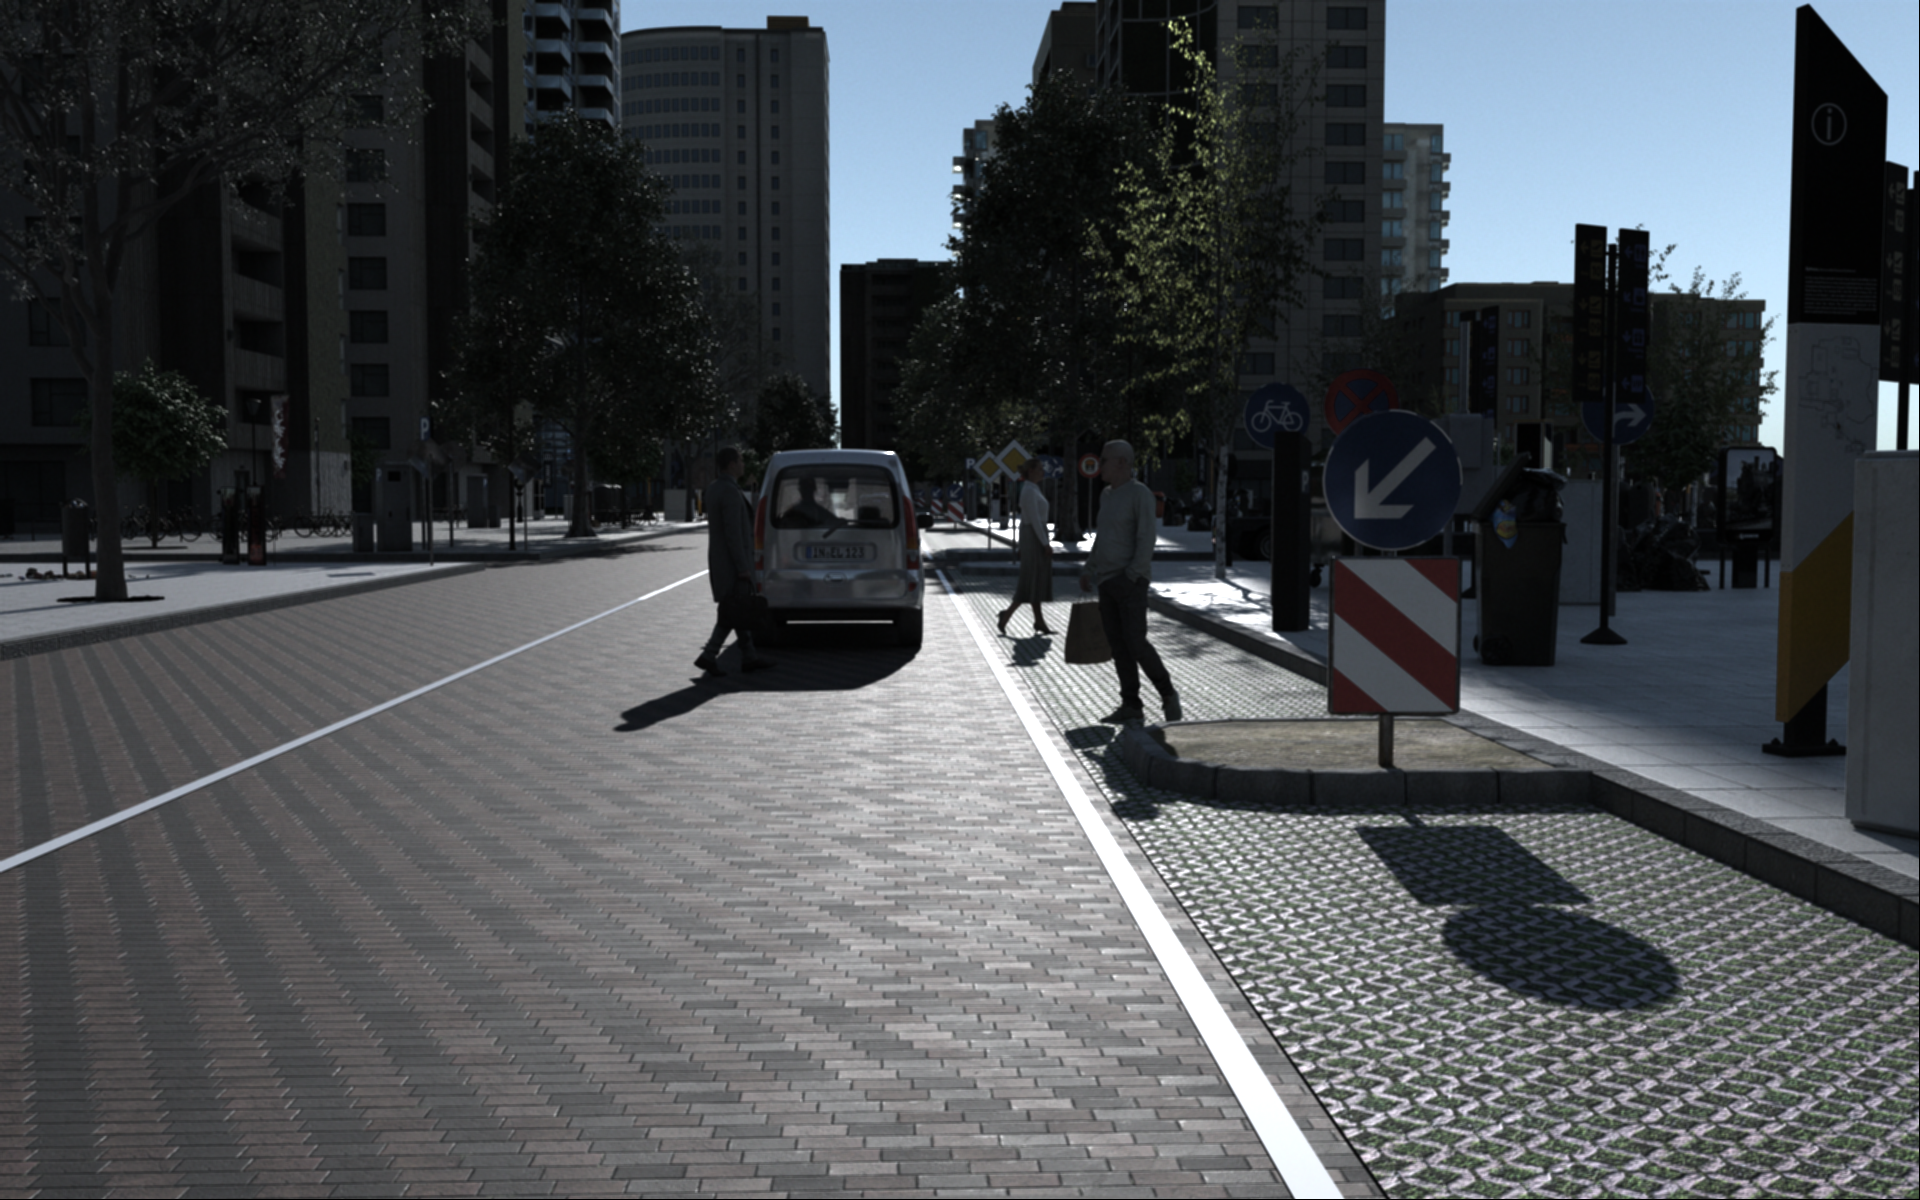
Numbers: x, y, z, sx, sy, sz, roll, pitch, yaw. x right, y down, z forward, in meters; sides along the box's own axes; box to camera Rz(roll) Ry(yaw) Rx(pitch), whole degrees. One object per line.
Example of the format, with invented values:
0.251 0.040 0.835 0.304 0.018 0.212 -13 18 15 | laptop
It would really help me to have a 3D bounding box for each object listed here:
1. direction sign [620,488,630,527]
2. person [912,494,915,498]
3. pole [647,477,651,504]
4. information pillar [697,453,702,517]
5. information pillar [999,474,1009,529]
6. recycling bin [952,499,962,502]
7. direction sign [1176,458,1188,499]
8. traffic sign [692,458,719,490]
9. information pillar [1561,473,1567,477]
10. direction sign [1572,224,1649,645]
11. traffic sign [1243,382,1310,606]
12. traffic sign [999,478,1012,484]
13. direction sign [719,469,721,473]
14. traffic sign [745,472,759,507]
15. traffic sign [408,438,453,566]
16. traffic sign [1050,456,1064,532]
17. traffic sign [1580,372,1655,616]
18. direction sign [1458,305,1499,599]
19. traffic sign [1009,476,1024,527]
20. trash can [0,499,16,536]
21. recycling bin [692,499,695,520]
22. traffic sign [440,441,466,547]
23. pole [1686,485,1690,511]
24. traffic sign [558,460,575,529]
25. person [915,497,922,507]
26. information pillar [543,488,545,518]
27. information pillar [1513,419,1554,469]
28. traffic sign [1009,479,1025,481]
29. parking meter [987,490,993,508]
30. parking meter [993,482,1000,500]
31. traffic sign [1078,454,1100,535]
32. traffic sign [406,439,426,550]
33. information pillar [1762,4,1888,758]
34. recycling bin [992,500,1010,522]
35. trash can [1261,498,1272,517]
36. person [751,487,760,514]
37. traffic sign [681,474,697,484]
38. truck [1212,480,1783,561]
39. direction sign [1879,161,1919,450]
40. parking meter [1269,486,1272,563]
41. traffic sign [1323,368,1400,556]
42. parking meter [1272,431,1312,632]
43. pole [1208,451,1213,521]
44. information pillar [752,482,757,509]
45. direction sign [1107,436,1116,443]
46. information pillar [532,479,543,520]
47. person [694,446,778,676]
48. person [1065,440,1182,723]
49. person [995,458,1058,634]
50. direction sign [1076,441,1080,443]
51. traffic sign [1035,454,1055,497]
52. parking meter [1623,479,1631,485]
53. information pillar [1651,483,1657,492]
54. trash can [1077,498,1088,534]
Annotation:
-12.954 -4.577 66.835 0.379 3.537 0.876 -2 4 -26 | direction sign
-4.754 -10.210 176.903 0.415 1.643 0.593 0 4 -5 | person
-19.393 -6.984 108.024 0.158 3.312 0.155 0 3 0 | pole
-14.798 -6.537 98.236 0.183 3.616 0.504 -2 4 -24 | information pillar
1.638 -3.656 64.270 0.304 2.012 0.304 1 4 12 | information pillar
-0.041 -6.008 110.789 0.722 1.027 0.722 3 4 39 | recycling bin
13.911 -7.131 108.592 0.876 3.537 0.379 -1 4 -23 | direction sign
-13.788 -6.286 96.646 2.265 3.308 0.079 0 4 1 | traffic sign
20.851 -3.400 60.084 0.304 2.012 0.304 3 4 37 | information pillar
5.544 -1.395 14.812 0.876 3.537 0.379 -2 4 -29 | direction sign
3.613 -1.207 19.844 0.768 2.556 0.104 0 4 -1 | traffic sign
2.588 -5.918 96.867 0.768 2.556 0.104 0 4 0 | traffic sign
-13.190 -6.339 95.634 0.379 3.537 0.876 -1 4 -18 | direction sign
-12.459 -6.337 103.611 0.884 2.594 0.081 0 4 8 | traffic sign
-9.457 -1.671 30.958 0.795 2.450 0.064 0 4 -2 | traffic sign
3.202 -3.541 57.998 0.768 2.556 0.104 0 4 7 | traffic sign
6.857 -1.104 18.154 0.768 2.556 0.104 0 4 1 | traffic sign
6.347 -1.792 21.290 0.379 3.537 0.876 -1 4 -13 | direction sign
2.084 -4.154 67.925 0.884 2.594 0.081 0 4 1 | traffic sign
-29.682 -2.575 53.748 0.748 1.137 0.748 0 3 0 | trash can
-13.811 -4.571 87.282 0.722 1.027 0.722 -2 4 -29 | recycling bin
-12.290 -2.550 41.798 0.768 2.556 0.104 0 4 6 | traffic sign
35.426 -5.529 84.250 0.158 3.312 0.155 0 3 0 | pole
-13.138 -3.490 58.239 0.795 2.450 0.064 0 4 4 | traffic sign
-4.453 -10.319 177.941 1.217 1.743 0.721 0 4 0 | person
-22.040 -5.290 90.986 0.304 2.012 0.304 3 4 38 | information pillar
5.674 -0.777 17.192 0.304 2.012 0.304 2 4 35 | information pillar
2.202 -4.296 70.241 0.884 2.594 0.081 0 4 4 | traffic sign
1.928 -6.247 110.543 0.372 1.533 0.369 0 3 0 | parking meter
1.770 -4.682 82.270 0.399 1.863 0.255 1 4 23 | parking meter
4.091 -3.325 54.476 0.768 2.556 0.104 0 4 7 | traffic sign
-12.299 -2.420 39.669 0.768 2.556 0.104 0 4 1 | traffic sign
4.249 -1.046 8.464 0.504 3.616 0.183 -1 4 -14 | information pillar
1.868 -4.082 79.296 0.722 1.027 0.722 1 4 12 | recycling bin
10.293 -2.775 57.031 0.748 1.137 0.748 0 3 0 | trash can
-9.980 -4.711 85.891 0.716 1.782 0.532 2 4 33 | person
-14.813 -5.791 94.686 0.884 2.594 0.081 0 4 7 | traffic sign
14.735 -2.799 35.525 18.799 4.110 2.967 0 4 0 | truck
6.622 -1.233 12.165 0.876 3.537 0.379 -3 5 -41 | direction sign
5.942 -1.453 32.173 0.372 1.533 0.369 0 3 0 | parking meter
4.055 -1.069 17.578 0.768 2.556 0.104 0 4 4 | traffic sign
3.120 -0.646 16.270 0.255 1.863 0.399 2 4 31 | parking meter
11.740 -5.336 81.094 0.158 3.312 0.155 0 3 0 | pole
-12.143 -5.984 102.322 0.304 2.012 0.304 -1 4 -13 | information pillar
5.185 -3.970 56.900 0.876 3.537 0.379 3 5 43 | direction sign
-20.824 -4.932 85.135 0.304 2.012 0.304 -1 4 -22 | information pillar
-1.783 -0.317 13.780 0.767 1.812 0.694 -2 4 -25 | person
1.015 -0.116 10.880 0.515 1.767 0.782 -2 4 -29 | person
0.677 -0.540 17.557 0.641 1.798 0.478 1 4 11 | person
4.612 -4.821 70.822 0.876 3.537 0.379 3 5 40 | direction sign
2.664 -3.383 55.424 0.768 2.556 0.104 0 4 2 | traffic sign
25.769 -3.745 66.939 0.255 1.863 0.399 2 4 26 | parking meter
30.009 -4.321 75.145 0.304 2.012 0.304 -2 4 -26 | information pillar
3.788 -2.737 56.398 0.748 1.137 0.748 0 3 0 | trash can
